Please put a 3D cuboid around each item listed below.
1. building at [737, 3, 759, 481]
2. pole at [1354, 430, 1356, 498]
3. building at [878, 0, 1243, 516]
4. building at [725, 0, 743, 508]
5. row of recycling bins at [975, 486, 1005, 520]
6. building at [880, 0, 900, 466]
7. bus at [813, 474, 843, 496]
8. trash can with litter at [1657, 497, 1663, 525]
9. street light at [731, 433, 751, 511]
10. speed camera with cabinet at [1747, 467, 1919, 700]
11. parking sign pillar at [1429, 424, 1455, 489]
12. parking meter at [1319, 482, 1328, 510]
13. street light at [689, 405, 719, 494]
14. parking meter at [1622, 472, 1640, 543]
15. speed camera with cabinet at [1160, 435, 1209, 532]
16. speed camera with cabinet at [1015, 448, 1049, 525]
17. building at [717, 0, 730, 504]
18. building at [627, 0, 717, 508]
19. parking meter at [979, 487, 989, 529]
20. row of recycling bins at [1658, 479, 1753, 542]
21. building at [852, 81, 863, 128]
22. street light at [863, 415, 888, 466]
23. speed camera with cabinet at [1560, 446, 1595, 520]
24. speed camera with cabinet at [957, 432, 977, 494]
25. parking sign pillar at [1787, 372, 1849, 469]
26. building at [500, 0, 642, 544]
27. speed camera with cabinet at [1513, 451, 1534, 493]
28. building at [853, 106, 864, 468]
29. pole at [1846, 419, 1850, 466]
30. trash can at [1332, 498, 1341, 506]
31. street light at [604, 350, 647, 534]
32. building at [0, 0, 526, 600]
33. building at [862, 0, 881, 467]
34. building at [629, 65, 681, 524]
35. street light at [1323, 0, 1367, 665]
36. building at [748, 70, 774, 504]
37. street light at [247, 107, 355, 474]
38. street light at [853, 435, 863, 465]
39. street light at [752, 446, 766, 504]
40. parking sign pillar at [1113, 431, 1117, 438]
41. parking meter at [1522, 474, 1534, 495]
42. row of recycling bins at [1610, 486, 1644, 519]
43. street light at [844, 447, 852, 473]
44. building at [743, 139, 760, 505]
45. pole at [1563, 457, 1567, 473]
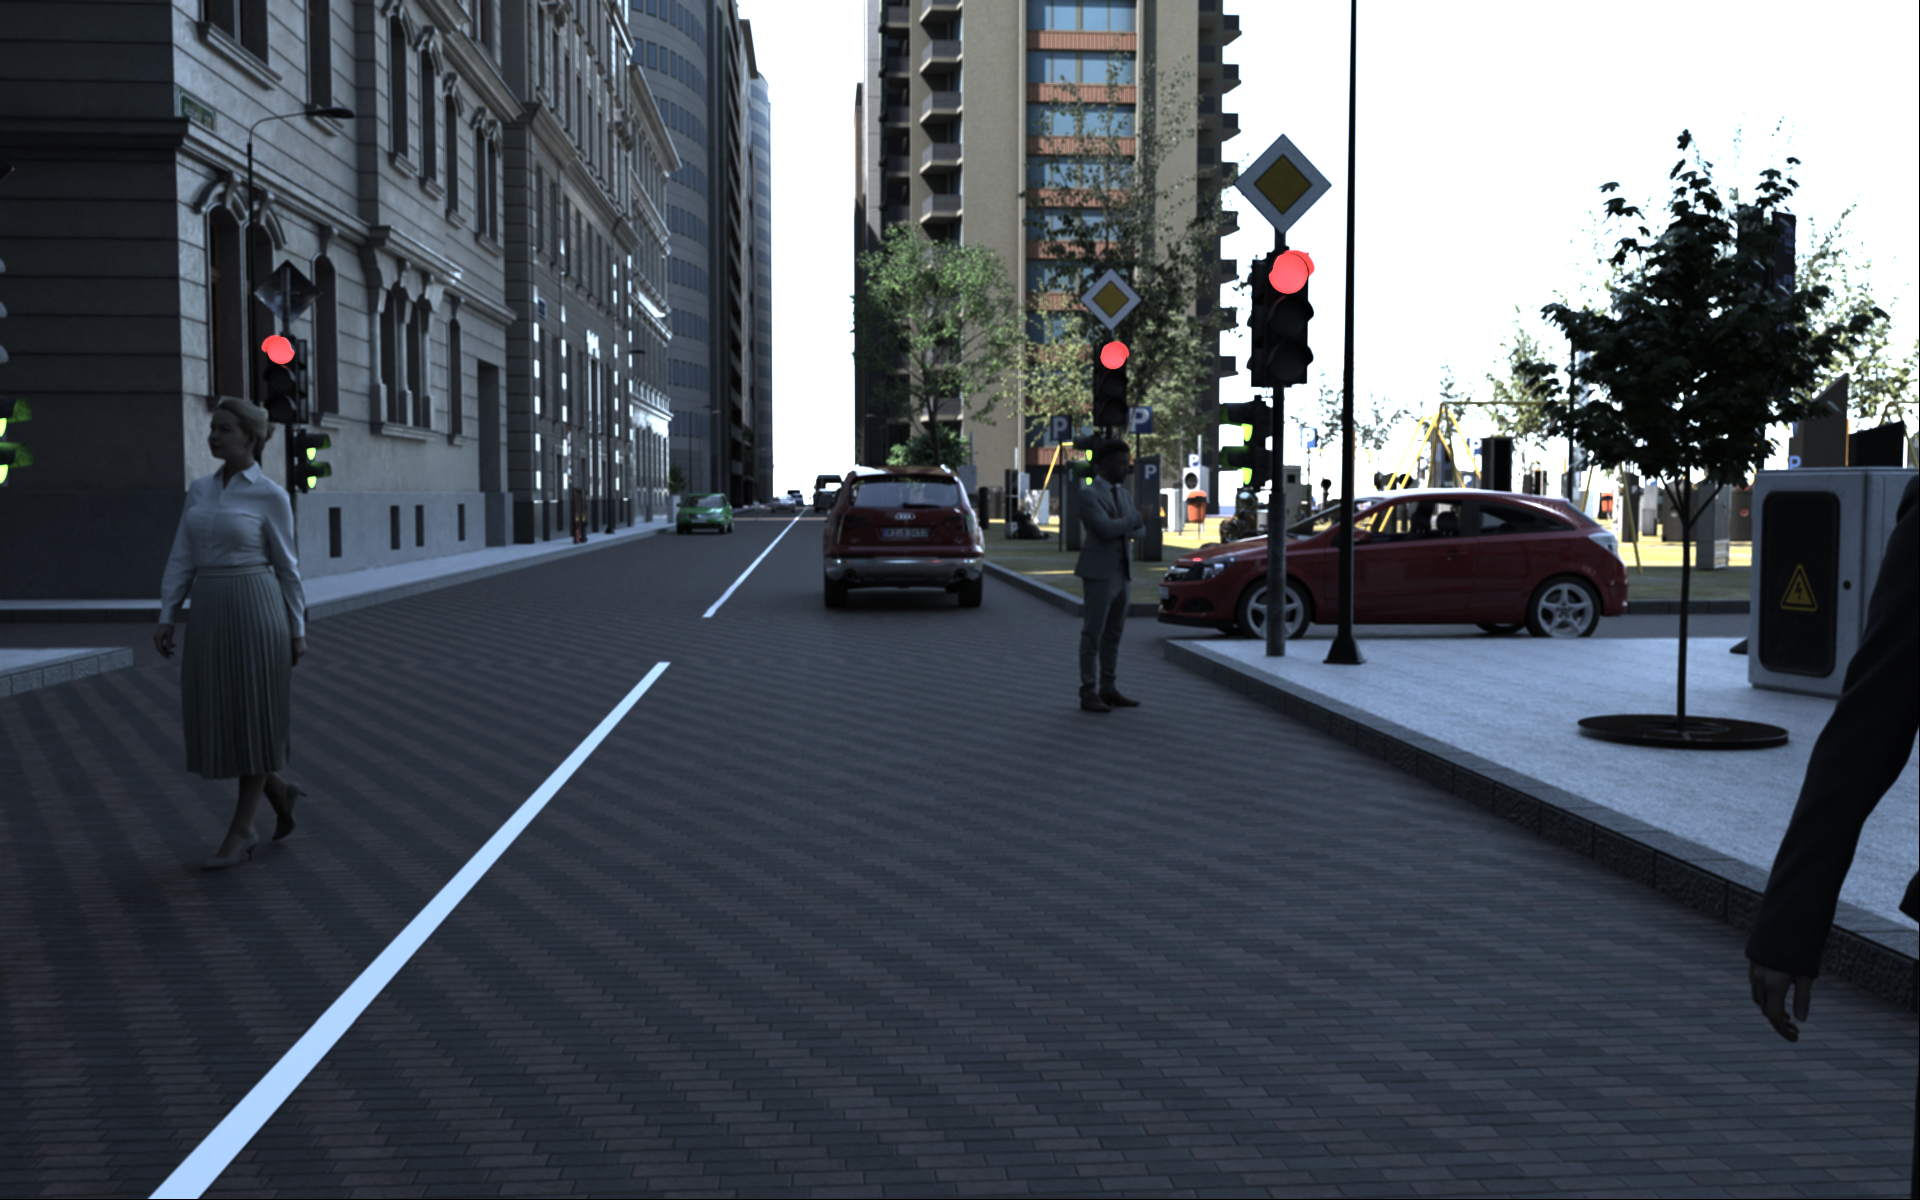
[{"bbox_3d":[-36.854,-36.806,191.023,28.713,52.752,27.495,0,4,-5],"label":"building"},{"bbox_3d":[12.576,-3.772,55.523,0.158,3.312,0.155,0,3,0],"label":"pole"},{"bbox_3d":[5.909,-28.106,114.154,22.147,44.769,28.867,0,4,-5],"label":"building"},{"bbox_3d":[-29.938,-32.085,148.285,21.300,48.544,21.600,0,4,-5],"label":"building"},{"bbox_3d":[1.810,-4.981,88.558,1.069,1.692,3.534,-2,4,-27],"label":"row of recycling bins"},{"bbox_3d":[0.710,-27.678,136.132,14.154,41.232,14.086,0,4,-5],"label":"building"},{"bbox_3d":[-12.514,-10.386,164.672,2.948,3.499,13.247,0,4,-5],"label":"bus"},{"bbox_3d":[29.307,-3.741,72.548,0.624,1.170,1.055,3,5,43],"label":"trash can with litter"},{"bbox_3d":[-16.909,-9.766,132.217,1.470,5.913,1.316,0,4,-5],"label":"street light"},{"bbox_3d":[5.778,-0.991,10.534,0.660,3.252,2.038,-1,4,-17],"label":"speed camera with cabinet"},{"bbox_3d":[18.584,-4.787,66.735,1.447,3.967,1.447,3,5,44],"label":"parking sign pillar"},{"bbox_3d":[18.245,-4.964,86.864,0.399,1.863,0.255,0,4,-4],"label":"parking meter"},{"bbox_3d":[-13.587,-7.231,90.772,1.470,5.913,1.316,0,4,-5],"label":"street light"},{"bbox_3d":[17.670,-2.440,45.605,0.399,1.863,0.255,-1,4,-21],"label":"parking meter"},{"bbox_3d":[7.387,-3.909,58.240,0.660,3.252,2.038,-3,5,-45],"label":"speed camera with cabinet"},{"bbox_3d":[2.954,-4.833,73.352,0.660,3.252,2.038,-2,4,-34],"label":"speed camera with cabinet"},{"bbox_3d":[-24.960,-27.340,130.600,14.154,41.232,14.086,0,4,-5],"label":"building"},{"bbox_3d":[-26.481,-34.610,107.880,21.231,58.520,28.212,0,4,-5],"label":"building"},{"bbox_3d":[0.873,-3.343,63.072,0.372,1.533,0.369,0,3,0],"label":"parking meter"},{"bbox_3d":[20.531,-2.422,46.709,3.534,1.692,1.069,-1,4,-15],"label":"row of recycling bins"},{"bbox_3d":[1.132,-38.475,218.307,28.713,52.752,27.495,0,4,-5],"label":"building"},{"bbox_3d":[-4.801,-7.904,101.768,1.470,5.913,1.316,0,4,-5],"label":"street light"},{"bbox_3d":[25.614,-4.740,71.842,2.038,3.252,0.660,-3,5,-45],"label":"speed camera with cabinet"},{"bbox_3d":[0.124,-3.770,55.975,0.660,3.252,2.038,0,4,-6],"label":"speed camera with cabinet"},{"bbox_3d":[18.900,-3.042,38.205,1.447,3.967,1.447,-1,4,-21],"label":"parking sign pillar"},{"bbox_3d":[-17.539,-15.781,55.291,12.463,27.353,25.104,0,4,-5],"label":"building"},{"bbox_3d":[26.008,-5.212,79.547,2.038,3.252,0.660,-3,5,-42],"label":"speed camera with cabinet"},{"bbox_3d":[-5.060,-33.434,196.763,14.600,45.320,14.200,0,4,-5],"label":"building"},{"bbox_3d":[23.934,-3.242,46.846,0.158,3.312,0.155,0,3,0],"label":"pole"},{"bbox_3d":[12.917,-2.863,58.467,0.748,1.137,0.748,0,3,0],"label":"trash can"},{"bbox_3d":[-10.784,-5.095,55.840,1.470,5.913,1.316,0,4,-5],"label":"street light"},{"bbox_3d":[-16.457,-14.891,30.865,14.401,28.519,23.554,0,4,-5],"label":"building"},{"bbox_3d":[1.652,-37.676,157.995,21.231,58.520,28.212,0,4,-5],"label":"building"},{"bbox_3d":[-19.237,-14.820,78.459,11.583,22.565,21.152,0,4,-5],"label":"building"},{"bbox_3d":[2.391,-2.473,12.973,1.470,5.913,1.316,0,4,-5],"label":"street light"},{"bbox_3d":[-36.164,-42.288,233.411,21.231,58.520,28.212,0,4,-5],"label":"building"},{"bbox_3d":[-7.959,-2.958,20.910,1.470,5.913,1.316,0,4,-5],"label":"street light"},{"bbox_3d":[-7.606,-10.071,137.209,1.470,5.913,1.316,0,4,-5],"label":"street light"},{"bbox_3d":[-19.849,-11.941,167.770,1.470,5.913,1.316,0,4,-5],"label":"street light"},{"bbox_3d":[6.141,-5.204,73.553,1.447,3.967,1.447,-3,4,-37],"label":"parking sign pillar"},{"bbox_3d":[16.790,-2.784,51.234,0.255,1.863,0.399,2,4,32],"label":"parking meter"},{"bbox_3d":[34.764,-4.930,87.717,3.534,1.692,1.069,2,4,32],"label":"row of recycling bins"},{"bbox_3d":[-10.603,-12.249,172.805,1.470,5.913,1.316,0,4,-5],"label":"street light"},{"bbox_3d":[-32.063,-34.419,212.867,14.600,45.320,14.200,0,4,-5],"label":"building"},{"bbox_3d":[33.440,-6.235,95.778,0.158,3.312,0.155,0,3,0],"label":"pole"}]
